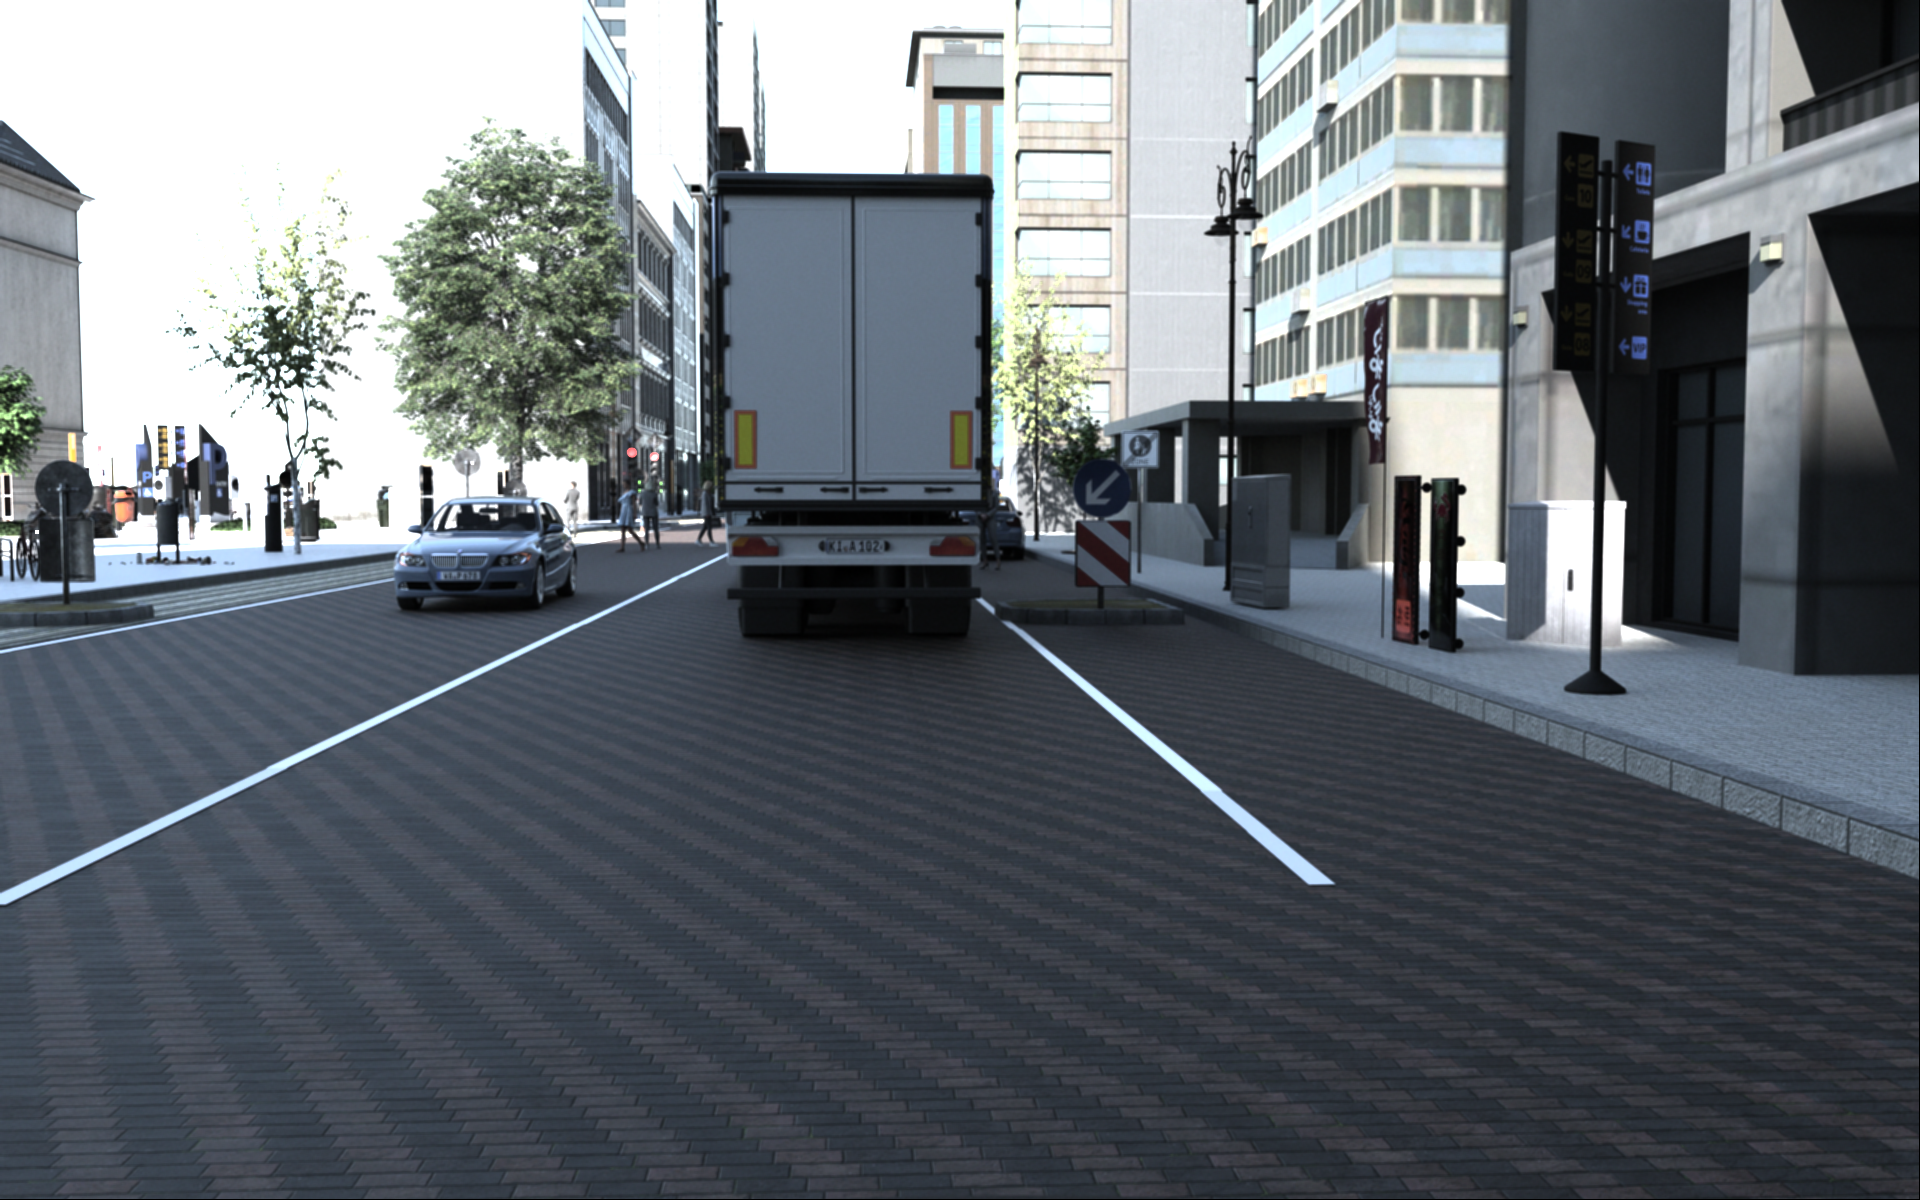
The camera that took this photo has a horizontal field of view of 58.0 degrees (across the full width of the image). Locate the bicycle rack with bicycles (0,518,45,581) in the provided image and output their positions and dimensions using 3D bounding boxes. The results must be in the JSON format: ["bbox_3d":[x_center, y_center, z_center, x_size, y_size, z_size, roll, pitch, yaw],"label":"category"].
[{"bbox_3d":[-15.165,-0.769,25.949,2.852,0.926,2.925,-2,4,-32],"label":"bicycle rack with bicycles"}]

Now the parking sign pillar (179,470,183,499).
[{"bbox_3d":[-45.885,-7.072,104.094,1.447,3.967,1.447,-1,4,-18],"label":"parking sign pillar"}]

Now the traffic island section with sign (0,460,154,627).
[{"bbox_3d":[-10.287,-0.663,19.472,1.989,1.847,2.006,0,4,-3],"label":"traffic island section with sign"}]

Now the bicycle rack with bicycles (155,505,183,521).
[{"bbox_3d":[-39.181,-4.269,83.184,2.925,0.926,2.852,3,4,36],"label":"bicycle rack with bicycles"}]

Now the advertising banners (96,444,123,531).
[{"bbox_3d":[-29.839,-3.948,60.736,2.074,3.025,0.090,3,5,44],"label":"advertising banners"}]

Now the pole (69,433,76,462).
[{"bbox_3d":[-29.838,-3.942,58.289,0.158,3.312,0.155,0,3,0],"label":"pole"}]

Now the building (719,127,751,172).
[{"bbox_3d":[-35.659,-33.481,202.034,22.147,44.769,28.867,0,4,-3],"label":"building"}]

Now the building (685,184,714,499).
[{"bbox_3d":[-29.655,-23.780,160.507,14.160,30.474,14.107,0,4,-3],"label":"building"}]

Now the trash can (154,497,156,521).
[{"bbox_3d":[-36.772,-4.080,78.368,0.748,1.137,0.748,0,3,0],"label":"trash can"}]

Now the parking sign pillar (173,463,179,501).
[{"bbox_3d":[-54.127,-8.020,119.592,1.447,3.967,1.447,2,4,27],"label":"parking sign pillar"}]

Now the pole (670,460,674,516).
[{"bbox_3d":[-17.137,-6.676,103.004,0.158,3.312,0.155,0,3,0],"label":"pole"}]

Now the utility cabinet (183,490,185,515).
[{"bbox_3d":[-46.983,-5.937,105.748,0.318,1.500,1.173,0,4,5],"label":"utility cabinet"}]

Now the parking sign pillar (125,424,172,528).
[{"bbox_3d":[-30.967,-4.729,65.787,1.447,3.967,1.447,-2,4,-33],"label":"parking sign pillar"}]

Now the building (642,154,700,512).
[{"bbox_3d":[-26.581,-19.109,130.456,12.078,24.808,19.932,0,4,-3],"label":"building"}]

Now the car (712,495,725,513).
[{"bbox_3d":[-15.951,-6.333,115.548,2.014,1.417,4.499,0,4,-5],"label":"car"}]

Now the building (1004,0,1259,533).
[{"bbox_3d":[8.487,-23.247,63.686,14.154,41.232,14.086,0,4,-3],"label":"building"}]

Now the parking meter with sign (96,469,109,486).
[{"bbox_3d":[-59.493,-7.597,120.469,0.543,3.016,1.738,-1,4,-12],"label":"parking meter with sign"}]

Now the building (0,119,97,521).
[{"bbox_3d":[-53.142,-13.330,82.577,19.286,19.102,10.561,0,4,-3],"label":"building"}]

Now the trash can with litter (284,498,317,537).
[{"bbox_3d":[-19.649,-2.457,51.554,1.055,1.170,0.624,-1,4,-16],"label":"trash can with litter"}]

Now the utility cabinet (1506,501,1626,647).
[{"bbox_3d":[5.205,-0.231,14.941,0.306,1.237,1.020,-2,4,-31],"label":"utility cabinet"}]

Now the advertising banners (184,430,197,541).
[{"bbox_3d":[-21.307,-3.163,47.904,0.090,3.025,2.074,-1,4,-18],"label":"advertising banners"}]

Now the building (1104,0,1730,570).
[{"bbox_3d":[19.977,-21.131,37.380,32.217,40.220,23.993,0,4,-3],"label":"building"}]

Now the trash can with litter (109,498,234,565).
[{"bbox_3d":[-14.369,-1.269,31.810,2.233,1.210,1.678,2,4,26],"label":"trash can with litter"}]

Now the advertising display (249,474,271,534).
[{"bbox_3d":[-22.283,-3.053,55.130,0.974,1.923,0.123,2,4,31],"label":"advertising display"}]

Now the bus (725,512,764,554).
[{"bbox_3d":[-2.647,-2.343,33.166,2.948,3.499,13.247,0,4,-3],"label":"bus"}]

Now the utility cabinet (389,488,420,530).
[{"bbox_3d":[-19.336,-3.177,60.621,1.173,1.500,0.318,-2,4,-35],"label":"utility cabinet"}]

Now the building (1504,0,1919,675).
[{"bbox_3d":[16.377,-34.719,5.913,20.563,71.187,20.611,0,4,-3],"label":"building"}]

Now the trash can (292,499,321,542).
[{"bbox_3d":[-17.378,-2.107,46.095,0.748,1.137,0.748,0,3,0],"label":"trash can"}]

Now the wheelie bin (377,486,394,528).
[{"bbox_3d":[-21.743,-3.543,65.841,0.980,1.594,0.693,2,4,33],"label":"wheelie bin"}]

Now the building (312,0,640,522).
[{"bbox_3d":[-23.776,-16.563,88.830,12.078,24.808,19.932,0,4,-3],"label":"building"}]

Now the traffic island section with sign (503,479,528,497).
[{"bbox_3d":[-11.943,-2.309,46.378,1.989,1.847,2.006,0,4,-3],"label":"traffic island section with sign"}]

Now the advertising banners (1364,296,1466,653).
[{"bbox_3d":[3.849,-1.141,14.842,0.090,3.025,2.074,-1,4,-8],"label":"advertising banners"}]

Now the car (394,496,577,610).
[{"bbox_3d":[-6.207,-0.676,23.063,2.014,1.417,4.499,0,4,-4],"label":"car"}]

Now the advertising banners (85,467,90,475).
[{"bbox_3d":[-55.594,-7.077,111.900,2.074,3.025,0.090,-1,4,-17],"label":"advertising banners"}]

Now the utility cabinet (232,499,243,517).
[{"bbox_3d":[-40.638,-5.279,97.467,1.020,1.237,0.306,-1,4,-13],"label":"utility cabinet"}]

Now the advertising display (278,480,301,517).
[{"bbox_3d":[-30.634,-4.523,79.168,0.974,1.923,0.123,0,4,-4],"label":"advertising display"}]

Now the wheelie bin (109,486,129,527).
[{"bbox_3d":[-32.602,-3.625,67.182,0.980,1.594,0.693,-1,4,-18],"label":"wheelie bin"}]

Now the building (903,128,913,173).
[{"bbox_3d":[3.705,-36.435,219.414,21.300,48.544,21.600,0,4,-3],"label":"building"}]

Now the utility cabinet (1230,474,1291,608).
[{"bbox_3d":[3.412,-0.678,19.767,0.318,1.500,1.173,-1,4,-10],"label":"utility cabinet"}]

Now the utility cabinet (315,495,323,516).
[{"bbox_3d":[-38.220,-5.624,103.106,1.020,1.237,0.306,-2,4,-24],"label":"utility cabinet"}]

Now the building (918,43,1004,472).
[{"bbox_3d":[2.956,-32.047,174.072,14.600,45.320,14.200,0,4,-3],"label":"building"}]

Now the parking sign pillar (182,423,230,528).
[{"bbox_3d":[-28.605,-4.768,66.425,1.447,3.967,1.447,1,4,11],"label":"parking sign pillar"}]

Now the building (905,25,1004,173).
[{"bbox_3d":[8.591,-37.052,195.037,28.713,52.752,27.495,0,4,-3],"label":"building"}]

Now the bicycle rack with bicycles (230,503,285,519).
[{"bbox_3d":[-28.238,-3.428,69.425,2.925,0.926,2.852,0,4,8],"label":"bicycle rack with bicycles"}]

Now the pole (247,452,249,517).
[{"bbox_3d":[-34.624,-5.514,84.002,0.158,3.312,0.155,0,3,0],"label":"pole"}]

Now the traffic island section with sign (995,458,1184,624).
[{"bbox_3d":[1.428,-0.697,20.020,1.989,1.847,2.006,0,4,-3],"label":"traffic island section with sign"}]

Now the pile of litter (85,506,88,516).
[{"bbox_3d":[-41.743,-4.259,83.596,1.176,0.858,1.719,1,4,20],"label":"pile of litter"}]

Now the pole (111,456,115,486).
[{"bbox_3d":[-45.607,-6.080,93.257,0.158,3.312,0.155,0,3,0],"label":"pole"}]

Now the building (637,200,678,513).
[{"bbox_3d":[-24.677,-16.734,109.757,11.583,22.565,21.152,0,4,-3],"label":"building"}]

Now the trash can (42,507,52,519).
[{"bbox_3d":[-40.998,-4.060,78.033,0.748,1.137,0.748,0,3,0],"label":"trash can"}]

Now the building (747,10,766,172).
[{"bbox_3d":[-38.445,-50.361,261.648,20.563,71.187,20.611,0,4,-3],"label":"building"}]

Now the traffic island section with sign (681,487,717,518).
[{"bbox_3d":[-15.353,-5.707,101.938,1.989,1.847,2.006,0,4,-3],"label":"traffic island section with sign"}]

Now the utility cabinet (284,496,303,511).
[{"bbox_3d":[-34.917,-4.870,90.784,1.020,1.237,0.306,1,4,21],"label":"utility cabinet"}]

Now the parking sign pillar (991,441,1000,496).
[{"bbox_3d":[1.399,-6.003,86.618,1.447,3.967,1.447,0,4,1],"label":"parking sign pillar"}]

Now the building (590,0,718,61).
[{"bbox_3d":[-32.961,-45.148,176.421,20.563,71.187,20.611,0,4,-3],"label":"building"}]
